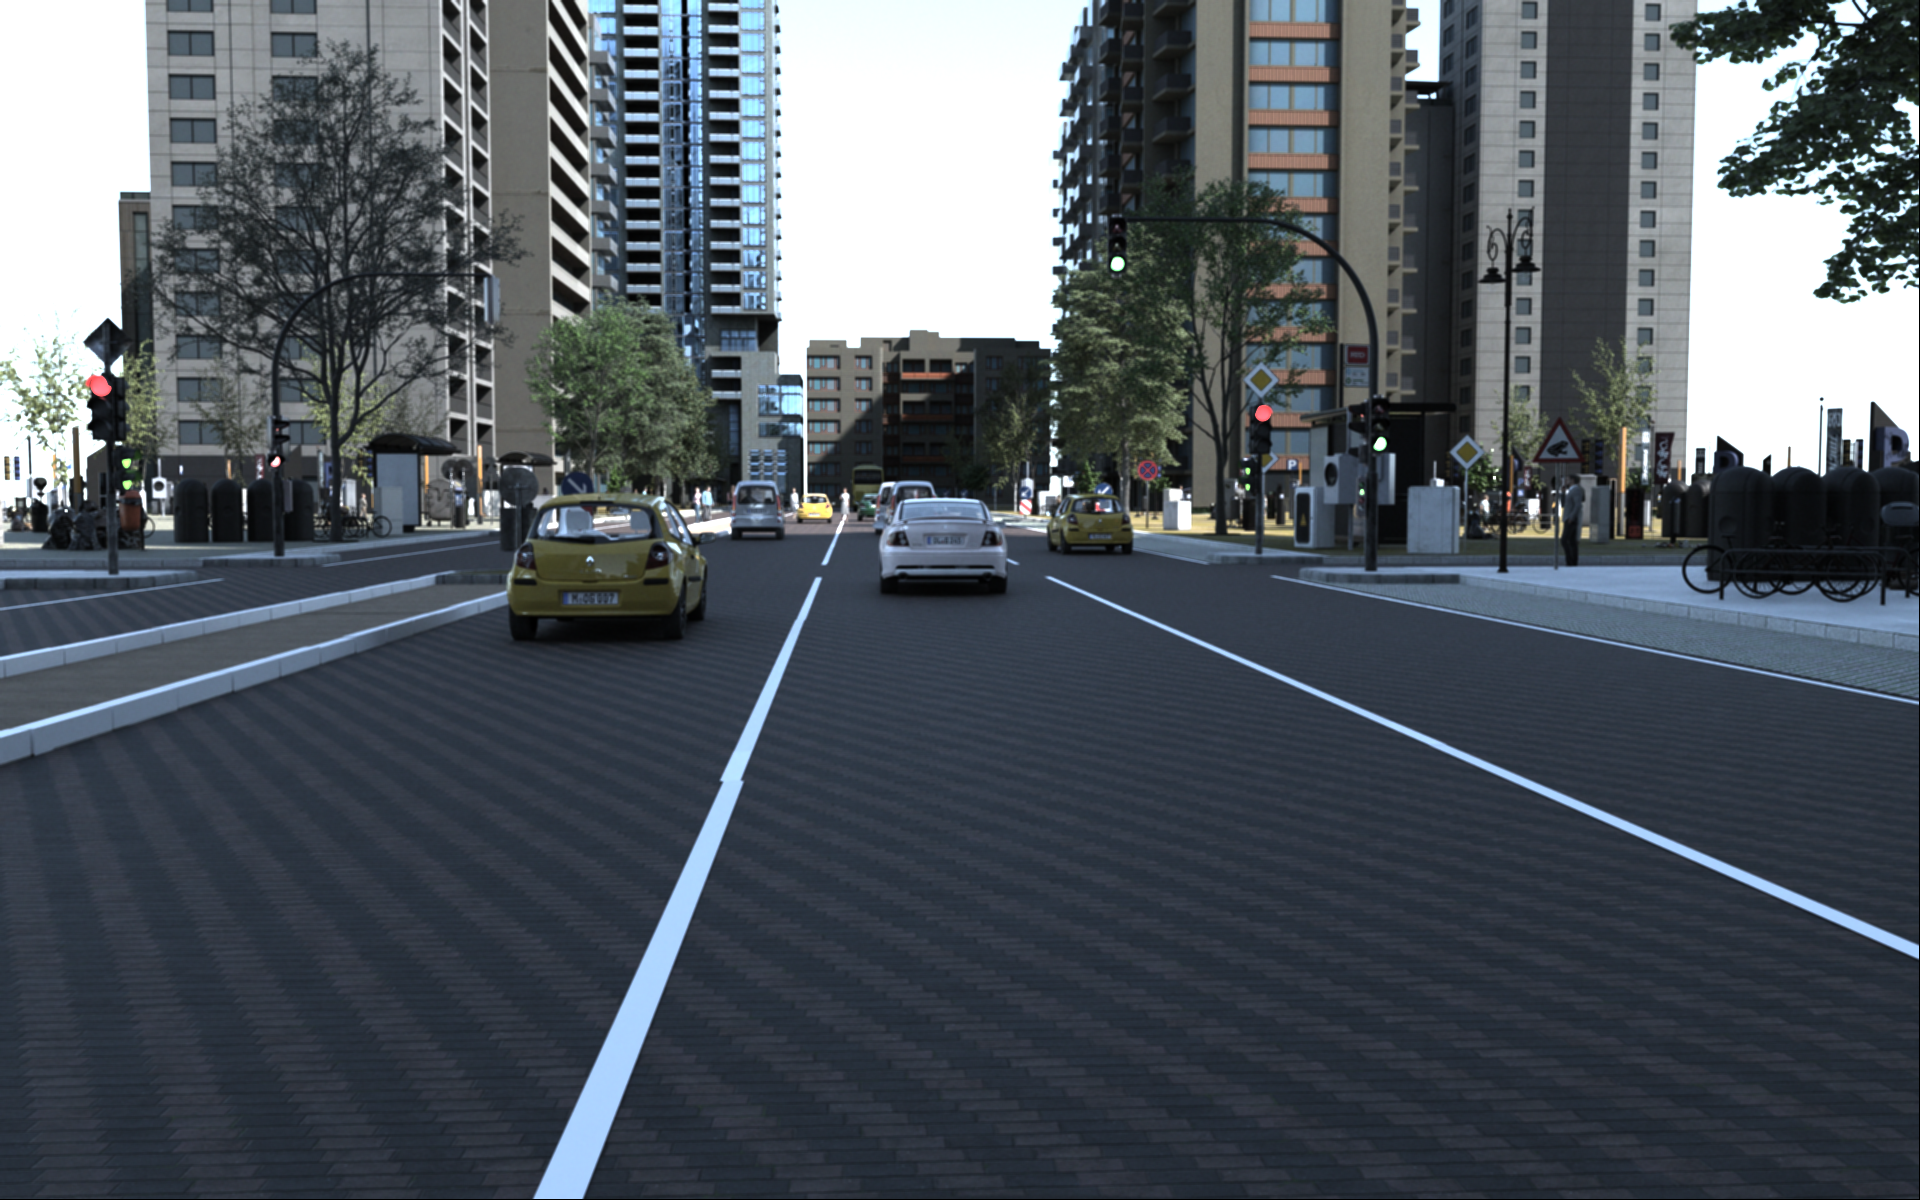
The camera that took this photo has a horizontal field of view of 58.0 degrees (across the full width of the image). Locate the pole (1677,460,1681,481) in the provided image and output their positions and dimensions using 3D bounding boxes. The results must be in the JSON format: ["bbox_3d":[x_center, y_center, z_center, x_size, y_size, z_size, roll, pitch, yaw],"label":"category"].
[{"bbox_3d":[43.452,-6.779,104.686,0.158,3.312,0.155,0,3,0],"label":"pole"}]

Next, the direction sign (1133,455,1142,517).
[{"bbox_3d":[9.937,-6.416,96.900,0.379,3.537,0.876,3,5,40],"label":"direction sign"}]

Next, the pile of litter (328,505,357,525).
[{"bbox_3d":[-24.345,-3.295,67.837,1.176,0.858,1.719,3,5,42],"label":"pile of litter"}]

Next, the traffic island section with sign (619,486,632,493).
[{"bbox_3d":[-16.861,-4.820,87.436,1.989,1.847,2.006,0,4,-3],"label":"traffic island section with sign"}]

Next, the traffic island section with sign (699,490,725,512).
[{"bbox_3d":[-19.898,-7.866,137.229,1.989,1.847,2.006,0,4,-3],"label":"traffic island section with sign"}]

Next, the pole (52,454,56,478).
[{"bbox_3d":[-45.935,-5.751,87.871,0.158,3.312,0.155,0,3,0],"label":"pole"}]

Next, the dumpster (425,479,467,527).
[{"bbox_3d":[-20.287,-3.826,68.313,1.264,1.857,1.865,0,4,-3],"label":"dumpster"}]

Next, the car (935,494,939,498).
[{"bbox_3d":[-2.287,-6.796,122.920,2.131,1.459,4.920,0,4,-5],"label":"car"}]

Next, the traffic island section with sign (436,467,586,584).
[{"bbox_3d":[-7.326,-1.232,28.279,2.006,1.907,1.989,0,4,-3],"label":"traffic island section with sign"}]

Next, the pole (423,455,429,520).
[{"bbox_3d":[-26.130,-5.562,84.774,0.158,3.312,0.155,0,3,0],"label":"pole"}]

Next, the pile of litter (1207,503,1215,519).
[{"bbox_3d":[13.135,-4.520,87.867,1.176,0.858,1.719,1,4,12],"label":"pile of litter"}]

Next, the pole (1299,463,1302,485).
[{"bbox_3d":[22.159,-7.279,112.852,0.158,3.312,0.155,0,3,0],"label":"pole"}]

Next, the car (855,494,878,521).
[{"bbox_3d":[-4.572,-4.956,92.830,2.131,1.459,4.920,0,4,-3],"label":"car"}]

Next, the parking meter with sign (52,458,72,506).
[{"bbox_3d":[-44.086,-5.419,84.854,1.738,3.016,0.543,3,5,44],"label":"parking meter with sign"}]

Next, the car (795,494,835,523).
[{"bbox_3d":[-7.224,-4.645,86.163,2.015,1.641,3.980,0,4,-4],"label":"car"}]

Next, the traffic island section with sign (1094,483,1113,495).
[{"bbox_3d":[4.878,-3.232,61.477,1.989,1.847,2.006,0,4,-3],"label":"traffic island section with sign"}]

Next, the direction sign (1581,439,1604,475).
[{"bbox_3d":[26.211,-4.885,71.868,0.876,3.537,0.379,3,4,36],"label":"direction sign"}]

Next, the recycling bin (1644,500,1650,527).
[{"bbox_3d":[26.698,-3.394,68.048,0.722,1.027,0.722,1,4,21],"label":"recycling bin"}]

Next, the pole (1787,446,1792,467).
[{"bbox_3d":[35.001,-4.852,73.172,0.158,3.312,0.155,0,3,0],"label":"pole"}]

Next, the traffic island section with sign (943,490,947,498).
[{"bbox_3d":[-1.452,-9.585,165.344,1.989,1.847,2.006,0,4,-3],"label":"traffic island section with sign"}]

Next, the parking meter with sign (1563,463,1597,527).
[{"bbox_3d":[24.317,-4.340,67.223,1.738,3.016,0.543,0,4,0],"label":"parking meter with sign"}]

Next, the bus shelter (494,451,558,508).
[{"bbox_3d":[-21.065,-5.529,84.326,2.014,3.302,5.546,0,4,-3],"label":"bus shelter"}]

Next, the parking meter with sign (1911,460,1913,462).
[{"bbox_3d":[47.958,-5.650,88.631,1.738,3.016,0.543,-2,4,-30],"label":"parking meter with sign"}]

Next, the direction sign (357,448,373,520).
[{"bbox_3d":[-29.283,-5.706,85.288,0.876,3.537,0.379,1,4,19],"label":"direction sign"}]

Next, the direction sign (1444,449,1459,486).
[{"bbox_3d":[24.619,-5.795,86.750,0.379,3.537,0.876,-2,4,-34],"label":"direction sign"}]

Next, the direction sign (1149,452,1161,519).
[{"bbox_3d":[9.946,-5.888,88.260,0.876,3.537,0.379,-3,5,-43],"label":"direction sign"}]

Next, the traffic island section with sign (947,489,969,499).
[{"bbox_3d":[0.202,-7.940,138.440,1.989,1.847,2.006,0,4,-3],"label":"traffic island section with sign"}]

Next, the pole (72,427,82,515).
[{"bbox_3d":[-26.845,-3.597,52.662,0.158,3.312,0.155,0,3,0],"label":"pole"}]

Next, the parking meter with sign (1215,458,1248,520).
[{"bbox_3d":[13.303,-5.420,84.882,1.738,3.016,0.543,3,5,44],"label":"parking meter with sign"}]

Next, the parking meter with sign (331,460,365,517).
[{"bbox_3d":[-31.298,-5.653,88.695,0.543,3.016,1.738,2,4,27],"label":"parking meter with sign"}]

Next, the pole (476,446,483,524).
[{"bbox_3d":[-20.256,-4.843,73.023,0.158,3.312,0.155,0,3,0],"label":"pole"}]

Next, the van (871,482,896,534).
[{"bbox_3d":[-2.251,-3.423,62.985,2.013,2.044,4.112,0,4,-2],"label":"van"}]

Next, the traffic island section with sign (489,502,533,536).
[{"bbox_3d":[-15.190,-3.157,60.250,1.989,1.847,2.006,0,4,-3],"label":"traffic island section with sign"}]

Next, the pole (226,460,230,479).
[{"bbox_3d":[-43.838,-6.727,103.836,0.158,3.312,0.155,0,3,0],"label":"pole"}]

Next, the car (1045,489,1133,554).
[{"bbox_3d":[3.161,-1.985,42.677,2.015,1.641,3.980,0,4,-4],"label":"car"}]

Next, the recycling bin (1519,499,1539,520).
[{"bbox_3d":[28.594,-4.555,87.033,0.722,1.027,0.722,-2,4,-24],"label":"recycling bin"}]

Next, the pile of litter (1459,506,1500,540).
[{"bbox_3d":[14.926,-2.186,49.714,1.176,0.858,1.719,0,4,6],"label":"pile of litter"}]

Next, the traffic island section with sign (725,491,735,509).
[{"bbox_3d":[-21.548,-9.528,164.418,1.989,1.847,2.006,0,4,-3],"label":"traffic island section with sign"}]

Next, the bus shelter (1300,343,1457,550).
[{"bbox_3d":[10.086,-4.057,43.958,2.179,5.291,8.768,0,4,-3],"label":"bus shelter"}]

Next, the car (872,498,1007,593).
[{"bbox_3d":[-0.299,-0.860,26.430,2.083,1.381,4.827,0,4,-2],"label":"car"}]

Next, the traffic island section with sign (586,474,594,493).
[{"bbox_3d":[-7.766,-1.684,35.673,2.006,1.907,1.989,0,4,-3],"label":"traffic island section with sign"}]

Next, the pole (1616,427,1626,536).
[{"bbox_3d":[20.213,-3.614,52.930,0.158,3.312,0.155,0,3,0],"label":"pole"}]

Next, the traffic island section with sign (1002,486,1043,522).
[{"bbox_3d":[3.192,-4.933,89.281,1.989,1.847,2.006,0,4,-3],"label":"traffic island section with sign"}]

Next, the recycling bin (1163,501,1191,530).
[{"bbox_3d":[7.727,-3.002,61.636,0.722,1.027,0.722,-3,5,-43],"label":"recycling bin"}]

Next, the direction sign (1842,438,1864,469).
[{"bbox_3d":[36.526,-4.827,70.923,0.379,3.537,0.876,-2,4,-33],"label":"direction sign"}]

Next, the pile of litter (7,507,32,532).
[{"bbox_3d":[-32.246,-2.799,59.736,1.176,0.858,1.719,-1,4,-22],"label":"pile of litter"}]

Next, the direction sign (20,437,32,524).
[{"bbox_3d":[-36.771,-4.681,68.529,0.379,3.537,0.876,-2,4,-35],"label":"direction sign"}]

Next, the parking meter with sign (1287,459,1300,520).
[{"bbox_3d":[16.978,-5.595,87.736,0.543,3.016,1.738,1,4,21],"label":"parking meter with sign"}]

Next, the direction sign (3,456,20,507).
[{"bbox_3d":[-55.897,-6.740,102.193,0.876,3.537,0.379,-3,5,-40],"label":"direction sign"}]

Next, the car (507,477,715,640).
[{"bbox_3d":[-3.663,-0.504,18.471,2.015,1.641,3.980,0,4,-4],"label":"car"}]

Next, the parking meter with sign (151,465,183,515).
[{"bbox_3d":[-48.333,-6.683,105.523,1.738,3.016,0.543,-1,4,-8],"label":"parking meter with sign"}]

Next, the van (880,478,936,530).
[{"bbox_3d":[-1.672,-3.148,58.476,2.013,2.044,4.112,0,4,-5],"label":"van"}]

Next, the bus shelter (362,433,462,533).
[{"bbox_3d":[-18.850,-4.038,59.946,2.014,3.302,5.546,0,4,-3],"label":"bus shelter"}]

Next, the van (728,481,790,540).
[{"bbox_3d":[-6.493,-2.982,55.768,2.013,2.044,4.112,0,4,-5],"label":"van"}]

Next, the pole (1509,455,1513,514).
[{"bbox_3d":[28.993,-5.948,91.100,0.158,3.312,0.155,0,3,0],"label":"pole"}]
